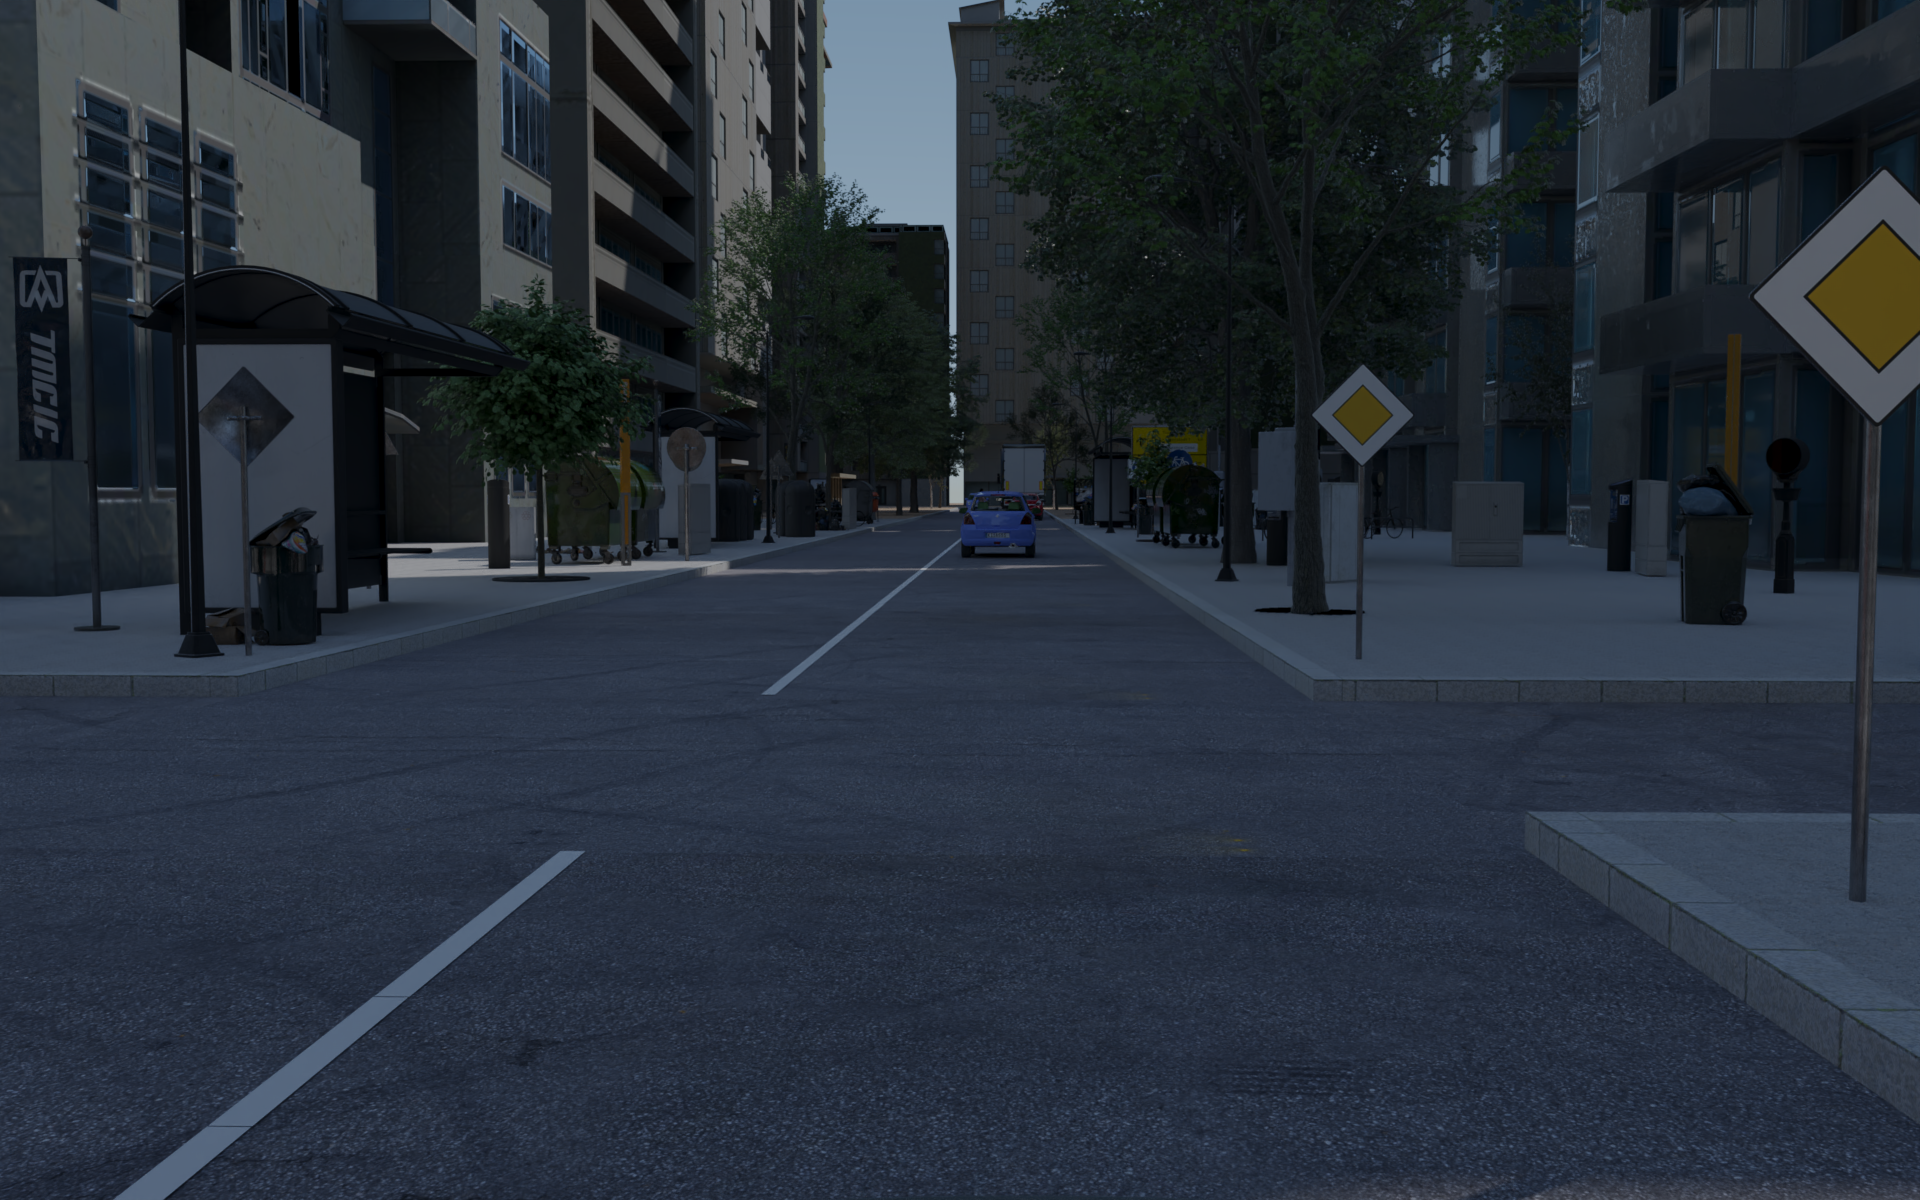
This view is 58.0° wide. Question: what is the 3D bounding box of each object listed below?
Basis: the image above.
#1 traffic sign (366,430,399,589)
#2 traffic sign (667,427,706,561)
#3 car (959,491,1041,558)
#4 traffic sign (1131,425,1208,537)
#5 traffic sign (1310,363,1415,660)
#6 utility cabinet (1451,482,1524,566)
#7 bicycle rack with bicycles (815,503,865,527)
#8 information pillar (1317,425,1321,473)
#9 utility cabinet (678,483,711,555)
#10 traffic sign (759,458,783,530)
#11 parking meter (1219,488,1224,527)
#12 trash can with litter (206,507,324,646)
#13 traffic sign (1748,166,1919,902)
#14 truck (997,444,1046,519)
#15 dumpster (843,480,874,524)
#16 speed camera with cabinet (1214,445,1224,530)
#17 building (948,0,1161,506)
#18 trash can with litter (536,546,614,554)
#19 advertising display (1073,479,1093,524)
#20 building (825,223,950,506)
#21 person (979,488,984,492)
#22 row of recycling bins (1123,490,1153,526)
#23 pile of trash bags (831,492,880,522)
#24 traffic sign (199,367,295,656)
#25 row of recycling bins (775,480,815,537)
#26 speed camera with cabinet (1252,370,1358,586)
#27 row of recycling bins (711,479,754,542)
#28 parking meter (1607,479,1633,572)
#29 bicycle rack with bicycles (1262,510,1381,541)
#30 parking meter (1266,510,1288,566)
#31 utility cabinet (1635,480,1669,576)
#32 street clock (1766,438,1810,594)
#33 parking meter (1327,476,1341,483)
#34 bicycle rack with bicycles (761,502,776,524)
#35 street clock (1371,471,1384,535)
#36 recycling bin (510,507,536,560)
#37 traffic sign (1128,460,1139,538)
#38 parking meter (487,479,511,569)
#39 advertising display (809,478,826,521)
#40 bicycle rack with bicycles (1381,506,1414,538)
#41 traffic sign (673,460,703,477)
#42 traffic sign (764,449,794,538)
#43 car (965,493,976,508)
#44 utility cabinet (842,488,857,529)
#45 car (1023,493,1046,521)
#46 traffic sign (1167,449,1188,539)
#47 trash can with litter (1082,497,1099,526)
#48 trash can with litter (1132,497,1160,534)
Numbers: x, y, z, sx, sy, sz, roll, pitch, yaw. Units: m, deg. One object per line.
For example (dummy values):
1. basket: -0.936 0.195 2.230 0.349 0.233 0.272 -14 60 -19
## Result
1. traffic sign: -7.998 -1.429 23.361 0.884 2.594 0.081 0 4 7
2. traffic sign: -5.219 -2.015 33.049 0.768 2.556 0.104 0 4 5
3. car: 0.921 -1.878 40.298 1.945 1.707 3.694 0 4 3
4. traffic sign: 6.227 -3.524 51.490 2.265 3.308 0.079 1 4 9
5. traffic sign: 3.093 -0.596 13.384 0.795 2.450 0.064 0 4 2
6. utility cabinet: 9.321 -1.341 30.599 1.173 1.500 0.318 0 4 3
7. bicycle rack with bicycles: -5.199 -3.365 68.406 2.925 0.926 2.852 0 4 -2
8. information pillar: 8.438 -3.076 41.641 0.504 3.616 0.183 -1 4 -17
9. utility cabinet: -5.633 -1.713 36.683 0.318 1.500 1.173 1 4 12
10. traffic sign: -6.819 -3.825 62.549 0.884 2.594 0.081 0 4 7
11. parking meter: 10.171 -3.648 68.052 0.372 1.533 0.369 0 3 0
12. trash can with litter: -5.989 -0.206 14.757 1.055 1.170 0.624 0 4 1
13. traffic sign: 2.830 -0.108 5.404 0.795 2.450 0.064 0 4 2
14. truck: 3.672 -6.985 103.110 2.839 4.237 11.283 0 4 1
15. dumpster: -4.357 -4.180 74.105 1.264 1.857 1.865 0 4 2
16. speed camera with cabinet: 9.144 -4.085 61.126 2.038 3.252 0.660 0 4 -7
17. building: 12.966 -36.973 193.749 27.495 52.752 28.713 0 4 2
18. trash can with litter: -8.745 -1.637 37.819 2.233 1.210 1.678 3 5 42
19. advertising display: 5.260 -4.203 73.928 0.974 1.923 0.123 -2 4 -35
20. building: -8.240 -25.439 187.625 14.107 30.474 14.160 0 4 2
21. person: 1.249 -5.133 93.133 0.721 1.736 1.217 -1 4 -17
22. row of recycling bins: 7.775 -3.947 71.642 1.069 1.692 3.534 3 4 38
23. pile of trash bags: -4.814 -4.355 80.963 1.912 1.369 3.447 -3 4 -36
24. traffic sign: -5.646 -0.615 13.691 0.795 2.450 0.064 0 4 2
25. row of recycling bins: -5.085 -2.800 52.893 1.069 1.692 3.534 -1 4 -12
26. speed camera with cabinet: 5.039 -1.863 24.796 0.660 3.252 2.038 3 5 42
27. row of recycling bins: -6.298 -2.501 48.004 1.069 1.692 3.534 0 4 1
28. parking meter: 10.966 -1.246 28.784 0.372 1.533 0.369 0 3 0
29. bicycle rack with bicycles: 9.367 -2.018 46.378 2.925 0.926 2.852 0 4 -2
30. parking meter: 5.693 -1.385 31.059 0.372 1.533 0.369 0 3 0
31. utility cabinet: 10.924 -1.141 27.334 0.318 1.500 1.173 1 4 13
32. street clock: 10.649 -1.086 22.327 0.358 2.002 0.471 -3 4 -37
33. parking meter: 11.843 -3.009 54.912 0.399 1.863 0.255 -3 4 -39
34. bicycle rack with bicycles: -7.591 -3.717 74.159 2.852 0.926 2.925 -1 4 -19
35. street clock: 13.178 -3.066 54.694 0.358 2.002 0.471 3 4 39
36. recycling bin: -8.681 -1.302 33.842 0.722 1.027 0.722 -1 4 -17
37. traffic sign: 5.234 -2.983 50.901 0.606 2.300 0.079 1 4 10
38. parking meter: -7.941 -1.309 29.820 0.372 1.533 0.369 0 3 0
39. advertising display: -5.800 -4.063 71.642 0.974 1.923 0.123 -2 4 -33
40. bicycle rack with bicycles: 11.652 -2.256 50.262 2.925 0.926 2.852 -2 4 -34
41. traffic sign: -6.216 -2.406 39.441 0.768 2.556 0.104 1 4 10
42. traffic sign: -5.263 -3.076 50.301 0.884 2.594 0.081 0 4 6
43. car: 1.356 -7.883 138.481 1.945 1.707 3.694 0 4 0
44. utility cabinet: -4.083 -3.368 63.742 0.318 1.500 1.173 1 4 8
45. car: 3.620 -5.237 94.667 2.155 1.783 4.494 0 4 2
46. traffic sign: 6.248 -3.019 49.466 0.768 2.556 0.104 1 4 11
47. trash can with litter: 5.496 -3.618 70.535 1.055 1.170 0.624 2 4 25
48. trash can with litter: 6.219 -2.747 56.309 0.624 1.170 1.055 -3 5 -42
